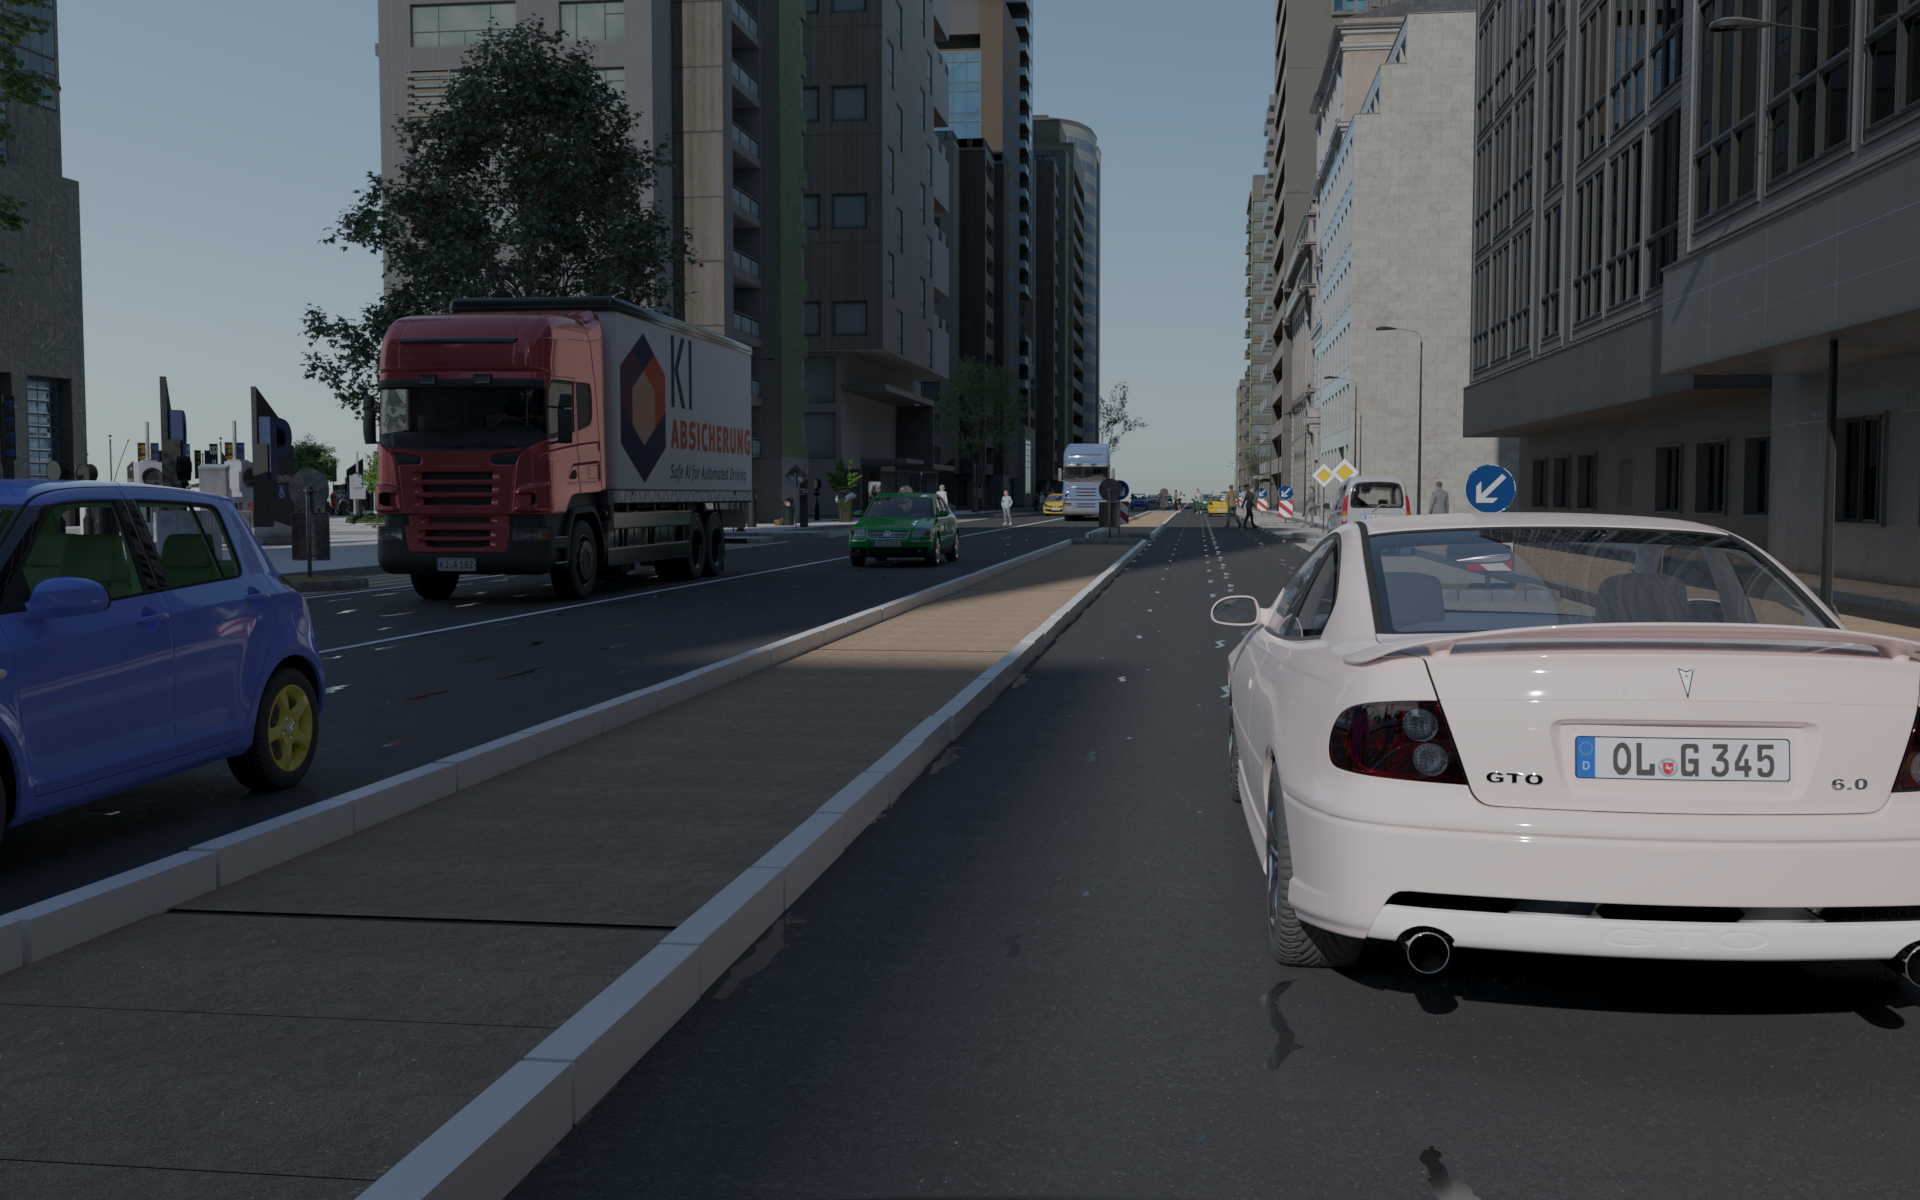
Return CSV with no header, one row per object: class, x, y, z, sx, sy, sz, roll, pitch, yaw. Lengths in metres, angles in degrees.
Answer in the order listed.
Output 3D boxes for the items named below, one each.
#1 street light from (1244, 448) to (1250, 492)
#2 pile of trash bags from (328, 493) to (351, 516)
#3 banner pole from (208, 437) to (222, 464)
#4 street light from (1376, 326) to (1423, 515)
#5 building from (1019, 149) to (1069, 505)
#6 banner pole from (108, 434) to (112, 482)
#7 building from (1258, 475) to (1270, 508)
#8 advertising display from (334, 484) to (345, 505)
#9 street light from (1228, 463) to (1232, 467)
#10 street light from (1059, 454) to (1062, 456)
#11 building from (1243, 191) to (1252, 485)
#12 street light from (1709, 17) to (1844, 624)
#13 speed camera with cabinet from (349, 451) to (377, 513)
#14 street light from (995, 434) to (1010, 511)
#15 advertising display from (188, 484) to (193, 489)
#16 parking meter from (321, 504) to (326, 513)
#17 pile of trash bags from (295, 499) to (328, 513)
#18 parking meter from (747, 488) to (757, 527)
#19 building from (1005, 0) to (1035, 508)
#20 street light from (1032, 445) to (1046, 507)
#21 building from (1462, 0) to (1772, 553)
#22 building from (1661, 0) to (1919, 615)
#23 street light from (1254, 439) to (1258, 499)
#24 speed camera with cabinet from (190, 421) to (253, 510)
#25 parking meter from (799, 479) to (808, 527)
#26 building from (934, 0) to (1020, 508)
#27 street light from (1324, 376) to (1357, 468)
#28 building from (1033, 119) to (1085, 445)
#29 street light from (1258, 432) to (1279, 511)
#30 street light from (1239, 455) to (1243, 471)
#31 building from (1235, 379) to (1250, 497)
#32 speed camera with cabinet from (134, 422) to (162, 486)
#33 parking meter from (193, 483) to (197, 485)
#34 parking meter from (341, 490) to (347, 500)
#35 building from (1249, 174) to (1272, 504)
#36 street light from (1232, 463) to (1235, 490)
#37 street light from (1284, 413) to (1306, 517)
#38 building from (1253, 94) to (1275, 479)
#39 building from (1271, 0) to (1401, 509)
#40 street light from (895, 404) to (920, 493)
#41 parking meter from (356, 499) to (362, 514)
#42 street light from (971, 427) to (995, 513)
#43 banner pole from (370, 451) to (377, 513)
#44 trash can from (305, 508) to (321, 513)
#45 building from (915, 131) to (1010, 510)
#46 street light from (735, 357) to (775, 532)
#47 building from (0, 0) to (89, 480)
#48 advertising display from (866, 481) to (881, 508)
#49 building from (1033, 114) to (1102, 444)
street light,29.674,-12.415,175.531,1.470,5.913,1.316,0,4,8
pile of trash bags,-36.985,-5.656,102.231,1.912,1.369,3.447,-1,4,-20
banner pole,-32.436,-5.237,75.648,0.401,3.779,0.863,2,4,26
street light,12.188,-4.614,47.984,1.470,5.913,1.316,0,4,8
building,5.041,-31.621,200.603,14.154,41.232,14.086,0,4,8
banner pole,-35.523,-5.043,72.471,0.401,3.779,0.863,-2,4,-24
building,44.481,-28.701,161.149,32.217,40.220,23.993,0,4,8
advertising display,-41.862,-6.824,116.793,0.123,1.923,0.974,2,4,30
street light,40.873,-17.394,256.932,1.470,5.913,1.316,0,4,8
street light,11.780,-13.703,196.585,1.470,5.913,1.316,0,4,8
building,51.332,-36.029,243.700,22.147,44.769,28.867,0,4,8
street light,8.004,-2.718,16.985,1.470,5.913,1.316,0,4,8
speed camera with cabinet,-27.331,-5.280,80.660,2.038,3.252,0.660,-1,4,-23
street light,3.381,-9.915,134.655,1.470,5.913,1.316,0,4,8
advertising display,-49.295,-6.490,111.328,0.974,1.923,0.123,3,4,37
parking meter,-28.082,-4.312,76.209,0.255,1.863,0.399,-2,4,-26
pile of trash bags,-34.748,-4.870,89.381,3.447,1.369,1.912,2,4,26
parking meter,-8.036,-3.572,66.818,0.372,1.533,0.369,0,3,0
building,-2.841,-52.900,177.587,22.319,86.520,31.000,0,4,8
street light,7.524,-11.801,165.487,1.470,5.913,1.316,0,4,8
building,19.030,-14.704,33.919,14.314,27.812,24.014,0,4,8
building,14.047,-11.471,6.620,14.314,24.678,30.058,0,4,8
street light,25.403,-10.531,144.716,1.470,5.913,1.316,0,4,8
speed camera with cabinet,-19.531,-3.160,45.999,0.660,3.252,2.038,1,4,15
parking meter,-6.002,-3.722,66.565,0.255,1.863,0.399,1,4,9
building,-2.269,-30.905,155.409,14.600,45.320,14.200,0,4,8
street light,14.995,-5.846,68.126,1.470,5.913,1.316,0,4,8
building,5.032,-37.004,228.709,21.300,48.544,21.600,0,4,8
street light,23.320,-9.617,129.785,1.470,5.913,1.316,0,4,8
street light,33.865,-14.301,206.357,1.470,5.913,1.316,0,4,8
building,57.655,-26.153,272.644,27.650,21.520,28.899,0,4,8
speed camera with cabinet,-22.616,-3.207,46.776,2.038,3.252,0.660,-3,4,-37
parking meter,-39.567,-5.141,89.761,0.399,1.863,0.255,0,4,-1
parking meter,-40.999,-6.541,115.362,0.372,1.533,0.369,0,3,0
building,44.452,-32.994,223.042,14.154,41.232,14.086,0,4,8
street light,36.613,-15.509,226.115,1.470,5.913,1.316,0,4,8
street light,19.177,-7.732,98.953,1.470,5.913,1.316,0,4,8
building,44.408,-34.795,188.506,23.786,49.044,30.456,0,4,8
building,36.397,-31.519,139.033,21.300,48.544,21.600,0,4,8
street light,-2.771,-7.154,89.515,1.470,5.913,1.316,0,4,8
parking meter,-29.903,-4.749,86.064,0.372,1.533,0.369,0,3,0
street light,1.478,-9.039,120.333,1.470,5.913,1.316,0,4,8
banner pole,-29.730,-6.031,88.630,0.863,3.779,0.401,2,4,34
trash can,-25.726,-3.497,68.823,0.748,1.137,0.748,0,3,0
building,-3.662,-22.600,141.218,14.160,30.474,14.107,0,4,8
street light,-6.932,-5.269,58.685,1.470,5.913,1.316,0,4,8
building,-56.015,-46.657,75.512,31.000,86.520,22.319,0,4,8
advertising display,-4.174,-4.806,83.796,0.123,1.923,0.974,3,5,39
building,10.489,-44.479,269.224,21.231,58.520,28.212,0,4,8
